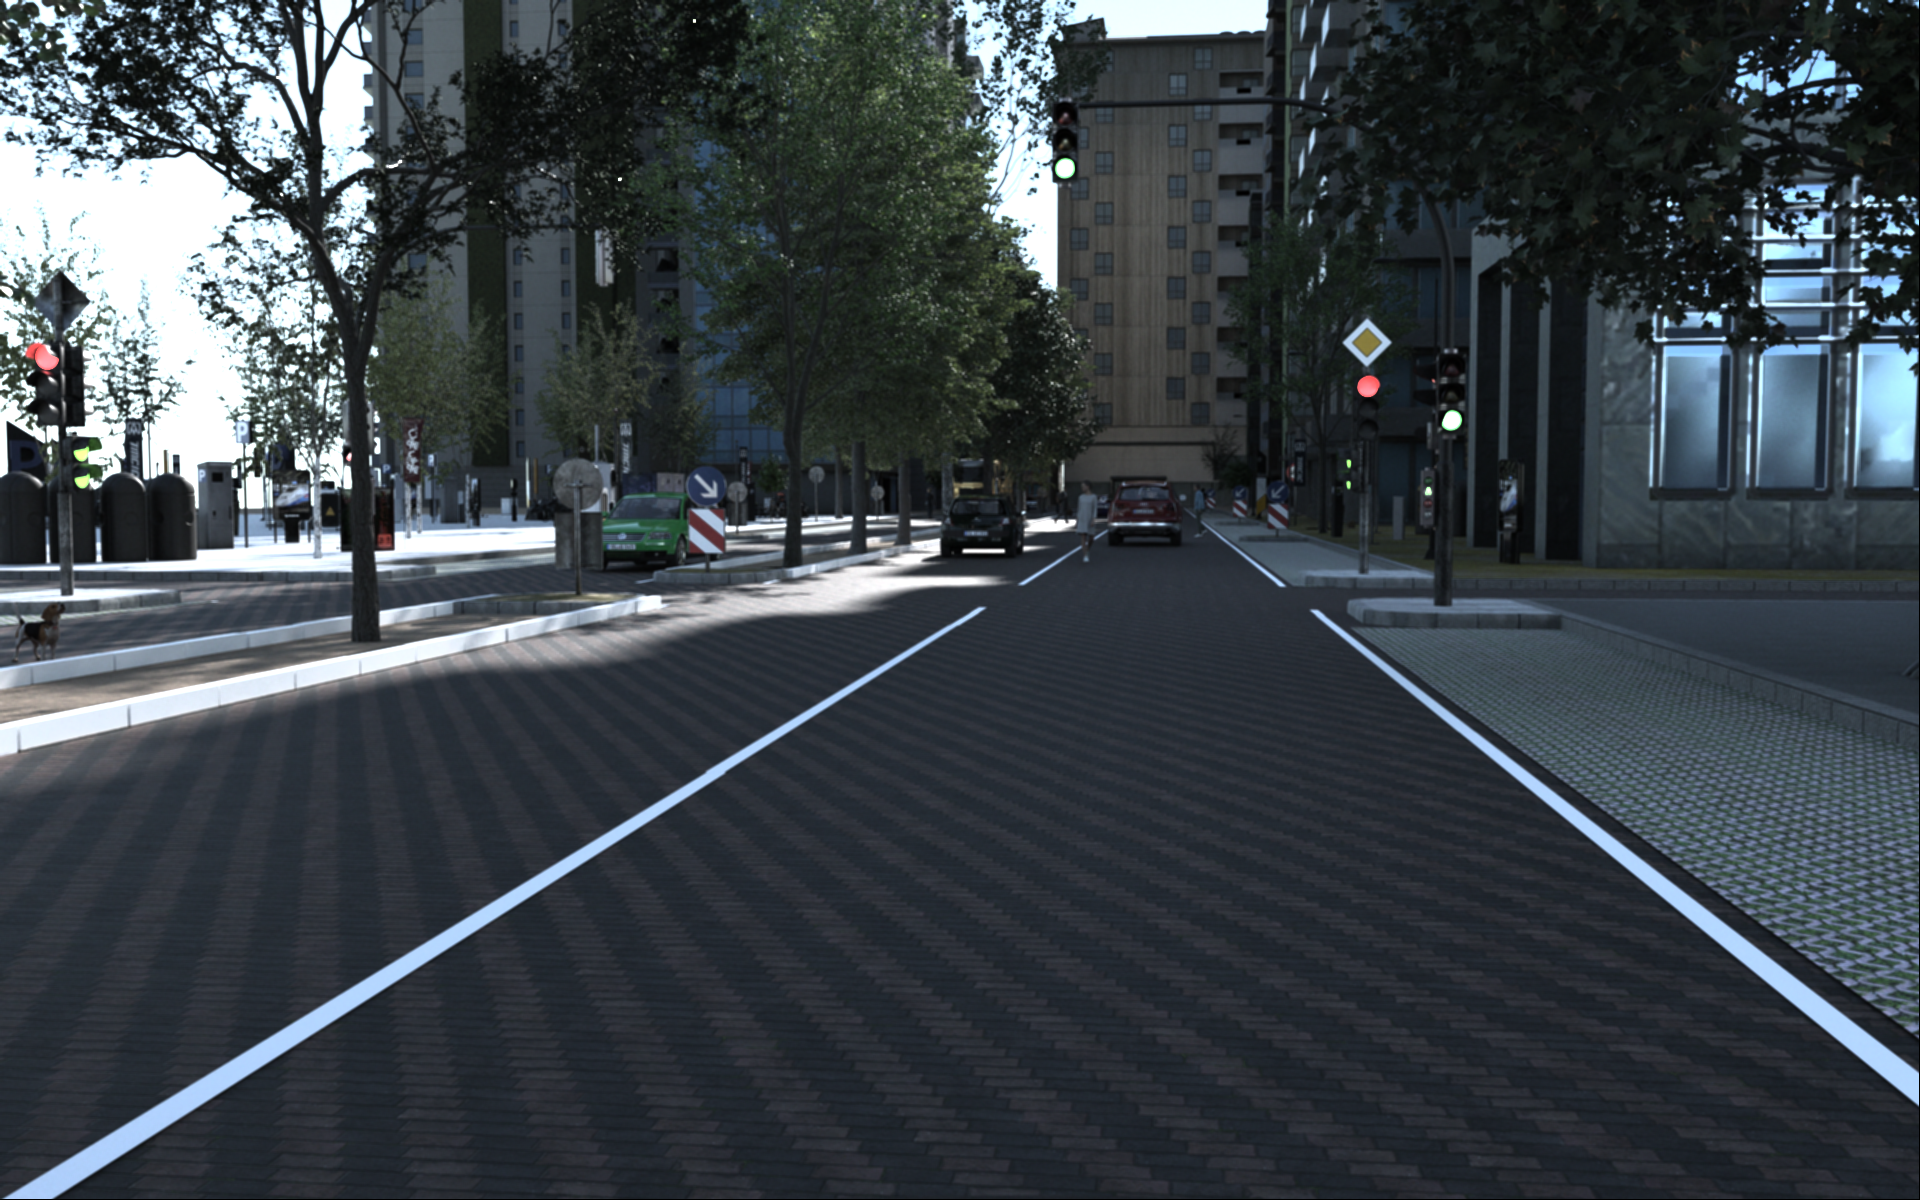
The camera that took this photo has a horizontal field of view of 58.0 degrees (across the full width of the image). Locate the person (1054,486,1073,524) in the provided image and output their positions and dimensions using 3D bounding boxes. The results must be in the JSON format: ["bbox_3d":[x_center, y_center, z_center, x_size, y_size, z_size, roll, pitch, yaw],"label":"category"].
[{"bbox_3d":[5.026,-4.635,84.243,0.822,1.834,0.622,1,4,21],"label":"person"}]

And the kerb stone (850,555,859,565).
[{"bbox_3d":[-2.241,-0.789,35.101,0.120,0.150,1.000,0,4,7],"label":"kerb stone"}]

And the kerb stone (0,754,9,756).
[{"bbox_3d":[-5.342,0.800,9.108,0.120,0.150,1.000,0,4,7],"label":"kerb stone"}]

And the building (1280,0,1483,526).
[{"bbox_3d":[27.607,-28.155,79.935,23.786,49.044,30.456,0,4,7],"label":"building"}]

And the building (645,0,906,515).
[{"bbox_3d":[-11.382,-28.273,112.376,14.600,45.320,14.200,0,4,7],"label":"building"}]

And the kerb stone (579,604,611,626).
[{"bbox_3d":[-4.131,0.179,19.275,0.120,0.150,1.000,0,4,7],"label":"kerb stone"}]

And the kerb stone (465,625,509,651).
[{"bbox_3d":[-4.498,0.365,16.232,0.120,0.150,1.000,0,4,7],"label":"kerb stone"}]

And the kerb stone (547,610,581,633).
[{"bbox_3d":[-4.254,0.241,18.261,0.120,0.150,1.000,0,4,7],"label":"kerb stone"}]

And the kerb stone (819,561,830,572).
[{"bbox_3d":[-2.600,-0.600,32.039,0.120,0.150,1.000,0,4,7],"label":"kerb stone"}]

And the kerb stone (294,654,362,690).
[{"bbox_3d":[-4.857,0.552,13.176,0.120,0.150,1.000,0,4,7],"label":"kerb stone"}]

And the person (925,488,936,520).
[{"bbox_3d":[-1.664,-5.429,97.690,0.534,1.772,0.576,2,4,27],"label":"person"}]

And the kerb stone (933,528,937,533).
[{"bbox_3d":[-1.064,-2.484,62.812,0.120,0.150,1.000,0,4,7],"label":"kerb stone"}]

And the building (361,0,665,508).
[{"bbox_3d":[-42.971,-38.552,172.330,28.212,58.520,21.231,0,4,7],"label":"building"}]

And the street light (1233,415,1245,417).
[{"bbox_3d":[16.707,-7.899,101.684,1.470,5.913,1.316,0,4,7],"label":"street light"}]

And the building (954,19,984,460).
[{"bbox_3d":[-13.285,-33.533,167.871,30.456,49.044,23.786,0,4,7],"label":"building"}]

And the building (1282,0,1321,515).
[{"bbox_3d":[27.485,-26.040,109.343,14.154,41.232,14.086,0,4,7],"label":"building"}]

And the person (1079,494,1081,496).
[{"bbox_3d":[10.117,-8.166,145.278,0.557,1.426,1.065,1,4,17],"label":"person"}]

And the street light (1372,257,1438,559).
[{"bbox_3d":[8.765,-3.760,34.017,1.470,5.913,1.316,0,4,7],"label":"street light"}]

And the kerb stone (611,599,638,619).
[{"bbox_3d":[-4.011,0.118,20.296,0.120,0.150,1.000,0,4,7],"label":"kerb stone"}]

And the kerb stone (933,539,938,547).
[{"bbox_3d":[-0.784,-1.532,47.313,0.120,0.150,1.000,0,4,7],"label":"kerb stone"}]

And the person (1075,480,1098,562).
[{"bbox_3d":[2.685,-1.693,36.930,0.466,1.731,0.760,0,4,-6],"label":"person"}]

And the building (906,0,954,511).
[{"bbox_3d":[-12.605,-36.173,133.434,21.231,58.520,28.212,0,4,7],"label":"building"}]

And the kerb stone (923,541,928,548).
[{"bbox_3d":[-1.038,-1.412,45.280,0.120,0.150,1.000,0,4,7],"label":"kerb stone"}]

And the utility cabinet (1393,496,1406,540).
[{"bbox_3d":[12.452,-2.319,49.083,0.306,1.237,1.020,1,4,17],"label":"utility cabinet"}]

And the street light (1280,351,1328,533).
[{"bbox_3d":[11.341,-5.134,56.490,1.470,5.913,1.316,0,4,7],"label":"street light"}]

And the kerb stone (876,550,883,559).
[{"bbox_3d":[-1.882,-0.971,38.162,0.120,0.150,1.000,0,4,7],"label":"kerb stone"}]

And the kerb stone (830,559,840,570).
[{"bbox_3d":[-2.493,-0.664,33.059,0.120,0.150,1.000,0,4,7],"label":"kerb stone"}]

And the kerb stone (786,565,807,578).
[{"bbox_3d":[-2.848,-0.477,30.001,0.120,0.150,1.000,0,4,7],"label":"kerb stone"}]

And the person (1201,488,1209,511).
[{"bbox_3d":[18.604,-7.603,132.439,1.348,1.869,0.705,3,4,37],"label":"person"}]

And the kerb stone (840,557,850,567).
[{"bbox_3d":[-2.366,-0.727,34.086,0.120,0.150,1.000,0,4,7],"label":"kerb stone"}]

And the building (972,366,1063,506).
[{"bbox_3d":[-3.049,-21.972,204.273,28.899,21.520,27.650,0,4,7],"label":"building"}]

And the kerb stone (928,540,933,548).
[{"bbox_3d":[-0.909,-1.474,46.294,0.120,0.150,1.000,0,4,7],"label":"kerb stone"}]

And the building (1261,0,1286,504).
[{"bbox_3d":[34.418,-29.115,130.652,22.147,44.769,28.867,0,4,7],"label":"building"}]

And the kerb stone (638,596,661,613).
[{"bbox_3d":[-3.881,0.054,21.310,0.120,0.150,1.000,0,4,7],"label":"kerb stone"}]

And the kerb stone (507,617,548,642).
[{"bbox_3d":[-4.369,0.303,17.245,0.120,0.150,1.000,0,4,7],"label":"kerb stone"}]

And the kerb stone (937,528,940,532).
[{"bbox_3d":[-0.935,-2.544,63.840,0.120,0.150,1.000,0,4,7],"label":"kerb stone"}]

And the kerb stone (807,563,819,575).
[{"bbox_3d":[-2.734,-0.539,31.018,0.120,0.150,1.000,0,4,7],"label":"kerb stone"}]

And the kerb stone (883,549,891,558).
[{"bbox_3d":[-1.750,-1.039,39.181,0.120,0.150,1.000,0,4,7],"label":"kerb stone"}]

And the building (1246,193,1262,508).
[{"bbox_3d":[34.782,-24.205,167.460,14.160,30.474,14.107,0,4,7],"label":"building"}]

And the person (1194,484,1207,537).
[{"bbox_3d":[8.037,-3.005,57.977,0.444,1.785,0.601,2,4,31],"label":"person"}]

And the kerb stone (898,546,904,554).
[{"bbox_3d":[-1.515,-1.163,41.215,0.120,0.150,1.000,0,4,7],"label":"kerb stone"}]

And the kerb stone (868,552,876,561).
[{"bbox_3d":[-1.999,-0.905,37.145,0.120,0.150,1.000,0,4,7],"label":"kerb stone"}]

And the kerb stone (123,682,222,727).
[{"bbox_3d":[-5.097,0.676,11.143,0.120,0.150,1.000,0,4,7],"label":"kerb stone"}]

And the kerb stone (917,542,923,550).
[{"bbox_3d":[-1.151,-1.350,44.264,0.120,0.150,1.000,0,4,7],"label":"kerb stone"}]

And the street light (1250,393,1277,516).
[{"bbox_3d":[14.151,-6.524,79.208,1.470,5.913,1.316,0,4,7],"label":"street light"}]

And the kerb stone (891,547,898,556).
[{"bbox_3d":[-1.638,-1.101,40.197,0.120,0.150,1.000,0,4,7],"label":"kerb stone"}]

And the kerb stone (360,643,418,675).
[{"bbox_3d":[-4.734,0.494,14.191,0.120,0.150,1.000,0,4,7],"label":"kerb stone"}]

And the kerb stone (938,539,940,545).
[{"bbox_3d":[-0.664,-1.598,48.329,0.120,0.150,1.000,0,4,7],"label":"kerb stone"}]

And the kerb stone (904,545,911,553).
[{"bbox_3d":[-1.393,-1.224,42.230,0.120,0.150,1.000,0,4,7],"label":"kerb stone"}]

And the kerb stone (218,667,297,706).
[{"bbox_3d":[-4.979,0.614,12.158,0.120,0.150,1.000,0,4,7],"label":"kerb stone"}]

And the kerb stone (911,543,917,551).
[{"bbox_3d":[-1.269,-1.288,43.249,0.120,0.150,1.000,0,4,7],"label":"kerb stone"}]

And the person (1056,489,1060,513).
[{"bbox_3d":[7.547,-7.600,132.846,0.705,1.814,1.350,0,4,-1],"label":"person"}]

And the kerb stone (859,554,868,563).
[{"bbox_3d":[-2.123,-0.851,36.116,0.120,0.150,1.000,0,4,7],"label":"kerb stone"}]

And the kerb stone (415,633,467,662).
[{"bbox_3d":[-4.615,0.427,15.216,0.120,0.150,1.000,0,4,7],"label":"kerb stone"}]

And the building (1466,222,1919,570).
[{"bbox_3d":[27.663,-44.267,36.429,31.000,86.520,22.319,0,4,7],"label":"building"}]

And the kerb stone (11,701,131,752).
[{"bbox_3d":[-5.221,0.738,10.129,0.120,0.150,1.000,0,4,7],"label":"kerb stone"}]

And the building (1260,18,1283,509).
[{"bbox_3d":[34.005,-30.750,152.872,14.600,45.320,14.200,0,4,7],"label":"building"}]
